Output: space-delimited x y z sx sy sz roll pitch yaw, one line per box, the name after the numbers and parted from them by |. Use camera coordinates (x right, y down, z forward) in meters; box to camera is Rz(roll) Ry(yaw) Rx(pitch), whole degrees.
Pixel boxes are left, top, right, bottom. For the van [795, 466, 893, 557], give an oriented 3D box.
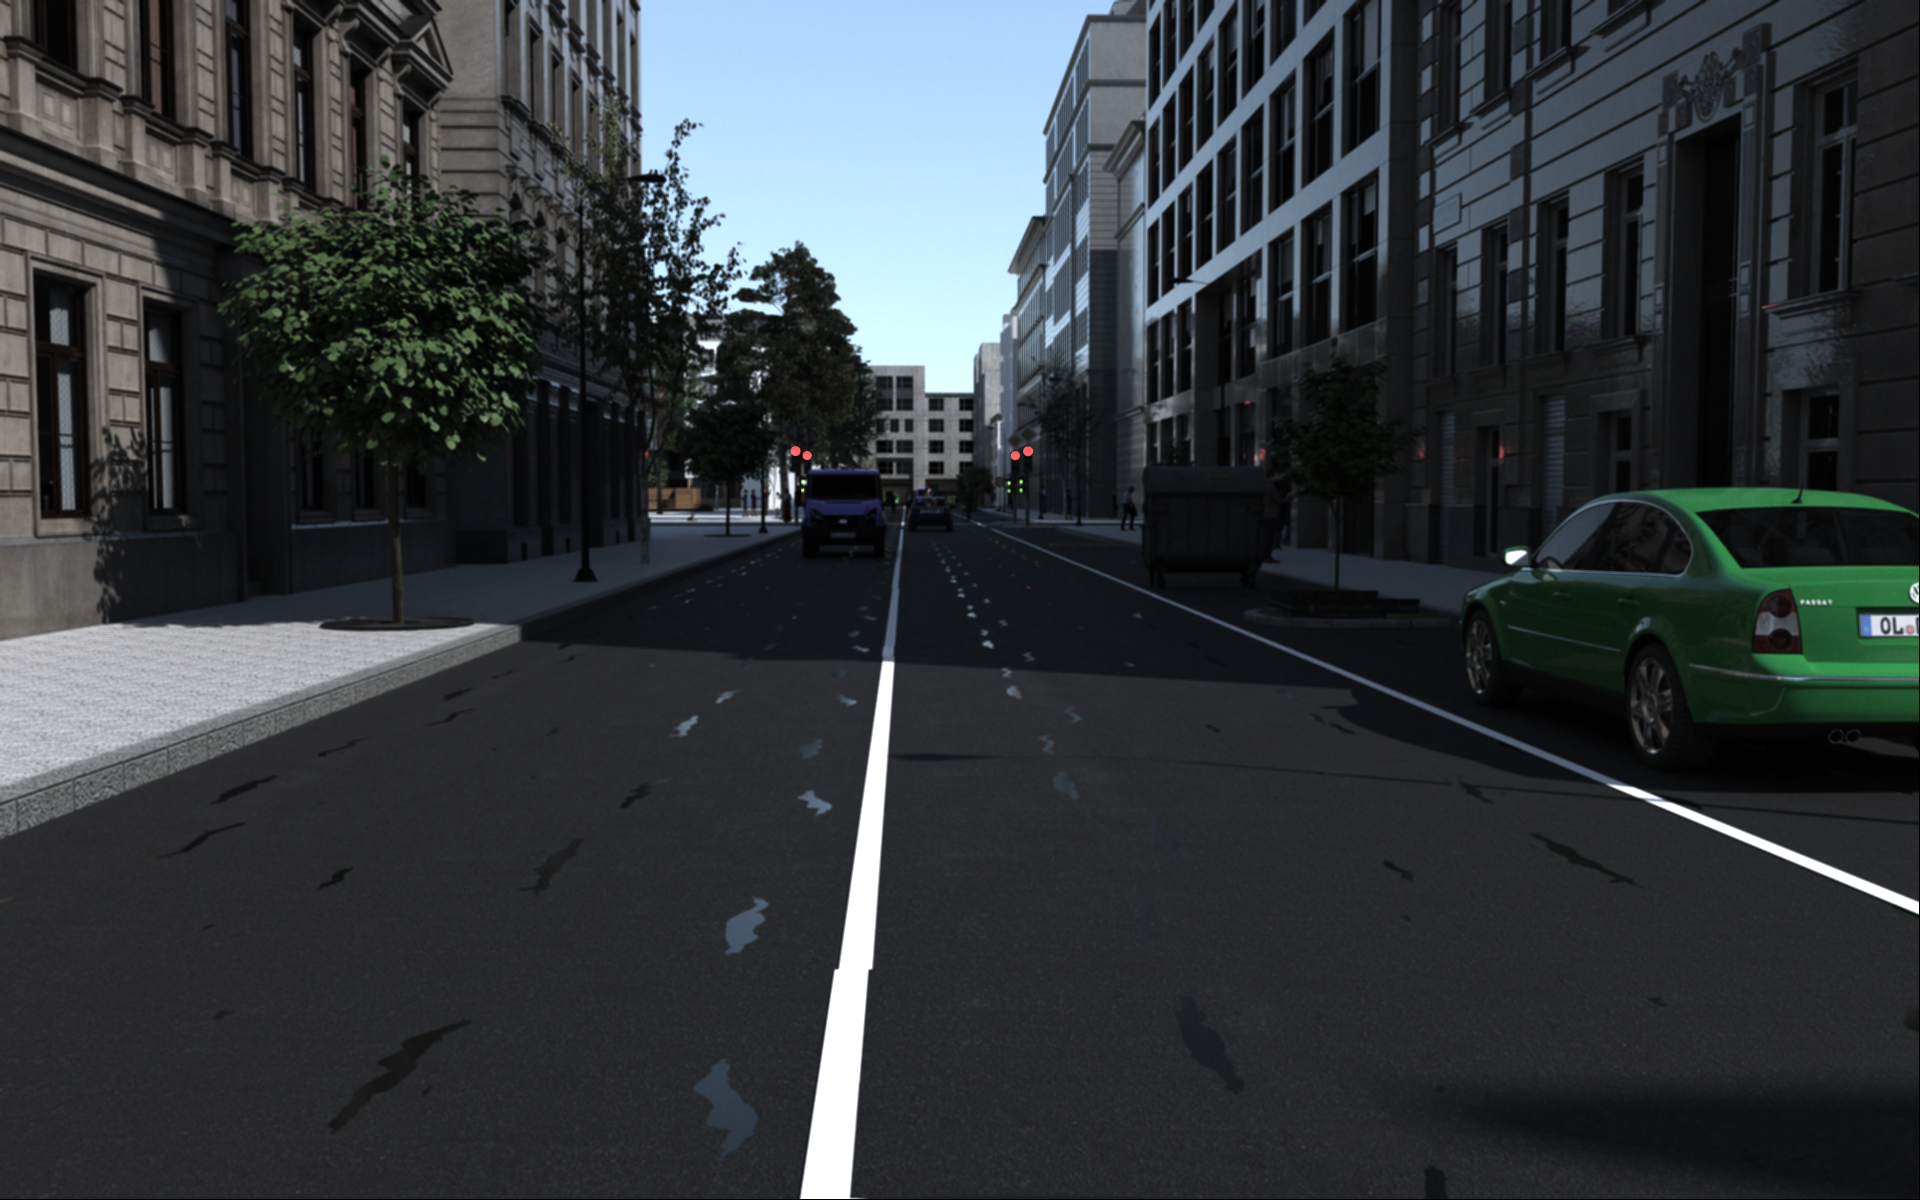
-2.720 -2.246 41.105 2.240 2.365 5.245 0 4 -3 | van

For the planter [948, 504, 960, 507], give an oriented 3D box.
-0.726 -9.714 179.962 1.991 0.319 1.994 0 4 -2 | planter

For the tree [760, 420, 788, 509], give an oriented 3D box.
-16.131 -12.092 148.071 4.360 8.622 3.978 0 3 0 | tree

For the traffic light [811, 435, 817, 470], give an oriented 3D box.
-6.730 -5.351 76.730 0.839 4.213 0.868 0 4 -2 | traffic light

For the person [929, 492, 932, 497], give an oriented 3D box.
-2.781 -9.213 159.959 0.721 1.723 1.217 -2 4 -35 | person

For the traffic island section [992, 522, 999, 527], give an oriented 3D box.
2.466 -3.355 77.143 2.009 0.180 2.903 0 4 -2 | traffic island section

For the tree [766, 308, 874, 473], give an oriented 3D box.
-8.725 -11.450 105.337 7.486 12.596 7.792 0 3 0 | tree

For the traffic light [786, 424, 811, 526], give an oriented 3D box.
-6.482 -4.863 68.748 0.839 4.213 0.868 0 4 -2 | traffic light

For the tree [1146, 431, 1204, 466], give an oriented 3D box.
6.429 -3.569 52.947 1.663 3.219 1.824 0 3 0 | tree

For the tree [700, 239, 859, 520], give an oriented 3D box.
-8.865 -10.932 86.154 7.806 13.903 7.818 0 3 0 | tree

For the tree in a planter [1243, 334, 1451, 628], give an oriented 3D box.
4.252 -1.359 19.438 1.991 3.239 1.994 0 4 -2 | tree in a planter

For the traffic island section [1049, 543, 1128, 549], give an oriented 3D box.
3.422 -1.447 46.517 1.991 0.108 1.994 0 4 -2 | traffic island section

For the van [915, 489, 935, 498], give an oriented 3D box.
-3.886 -11.483 192.131 2.240 2.365 5.245 0 4 0 | van

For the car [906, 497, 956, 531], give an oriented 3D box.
-1.145 -3.389 67.994 1.945 1.354 3.894 0 3 0 | car

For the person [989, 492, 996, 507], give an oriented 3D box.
3.011 -9.854 167.683 0.750 1.759 0.617 -3 4 -38 | person

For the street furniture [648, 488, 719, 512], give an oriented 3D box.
-21.399 -7.467 128.944 9.812 1.723 11.010 -2 4 -27 | street furniture

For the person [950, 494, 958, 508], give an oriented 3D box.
-0.582 -9.960 174.537 0.799 1.438 0.628 -1 4 -21 | person

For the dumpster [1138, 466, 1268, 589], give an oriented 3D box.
3.732 -1.130 26.694 1.865 1.857 1.264 0 4 -1 | dumpster

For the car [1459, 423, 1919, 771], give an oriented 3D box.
4.422 -0.095 10.351 1.959 1.807 4.718 0 4 -2 | car

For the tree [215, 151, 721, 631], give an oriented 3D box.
-5.449 -2.028 16.866 4.285 4.588 4.351 0 3 0 | tree

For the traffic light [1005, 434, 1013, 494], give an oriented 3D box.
2.426 -5.369 77.029 0.839 4.213 0.868 0 4 -2 | traffic light

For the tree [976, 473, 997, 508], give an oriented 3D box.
2.645 -10.714 169.778 1.663 3.219 1.824 0 3 0 | tree

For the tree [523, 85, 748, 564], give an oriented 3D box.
-5.794 -4.964 31.527 4.737 8.622 4.395 0 3 0 | tree

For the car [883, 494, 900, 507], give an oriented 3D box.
-7.979 -11.759 201.052 1.959 1.807 4.718 0 4 -2 | car

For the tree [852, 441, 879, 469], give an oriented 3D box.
-12.614 -16.761 224.411 4.737 8.622 4.395 0 3 0 | tree

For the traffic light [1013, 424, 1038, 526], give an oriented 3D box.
2.674 -4.881 69.048 0.839 4.213 0.868 0 4 -2 | traffic light

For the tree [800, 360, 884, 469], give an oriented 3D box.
-9.013 -12.106 123.689 9.928 11.665 9.643 0 3 0 | tree

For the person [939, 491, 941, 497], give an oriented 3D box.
-2.658 -13.121 222.967 0.705 1.831 1.348 0 4 -1 | person

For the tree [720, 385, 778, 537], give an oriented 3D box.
-7.077 -4.205 52.466 4.285 4.588 4.351 0 3 0 | tree

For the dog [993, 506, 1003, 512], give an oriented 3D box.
2.748 -6.569 125.138 0.748 0.427 0.550 2 4 26 | dog

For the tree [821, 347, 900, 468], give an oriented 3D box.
-9.709 -13.726 134.792 12.009 13.543 11.850 0 3 0 | tree

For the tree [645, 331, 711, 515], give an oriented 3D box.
-19.068 -11.186 108.649 9.928 11.665 9.643 0 3 0 | tree

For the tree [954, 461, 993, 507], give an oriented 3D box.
1.659 -11.662 174.390 4.285 4.588 4.351 0 3 0 | tree

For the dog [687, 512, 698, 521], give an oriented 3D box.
-12.883 -4.016 83.395 0.550 0.427 0.748 0 4 -6 | dog

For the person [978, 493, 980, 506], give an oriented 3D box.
1.912 -10.509 181.093 0.599 1.433 0.991 -1 4 -14 | person

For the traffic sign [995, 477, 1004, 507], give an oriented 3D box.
2.930 -7.728 126.465 0.768 2.556 0.104 0 4 5 | traffic sign

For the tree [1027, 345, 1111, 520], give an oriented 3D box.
5.227 -8.250 85.250 4.360 8.622 3.978 0 3 0 | tree

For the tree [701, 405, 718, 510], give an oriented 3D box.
-19.143 -11.405 136.834 4.360 8.622 3.978 0 3 0 | tree

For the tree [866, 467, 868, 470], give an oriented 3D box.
-12.636 -15.025 229.374 4.285 4.588 4.351 0 3 0 | tree

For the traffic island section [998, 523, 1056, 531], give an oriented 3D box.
2.714 -2.867 69.162 2.009 0.180 2.903 0 4 -2 | traffic island section

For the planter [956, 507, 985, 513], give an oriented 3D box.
0.852 -6.601 129.071 1.991 0.319 1.994 0 4 -2 | planter

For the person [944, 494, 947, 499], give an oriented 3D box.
-1.631 -11.748 203.797 0.599 1.433 0.991 1 4 12 | person

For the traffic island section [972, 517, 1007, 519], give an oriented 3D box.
1.697 -4.828 101.796 1.991 0.108 1.994 0 4 -2 | traffic island section
